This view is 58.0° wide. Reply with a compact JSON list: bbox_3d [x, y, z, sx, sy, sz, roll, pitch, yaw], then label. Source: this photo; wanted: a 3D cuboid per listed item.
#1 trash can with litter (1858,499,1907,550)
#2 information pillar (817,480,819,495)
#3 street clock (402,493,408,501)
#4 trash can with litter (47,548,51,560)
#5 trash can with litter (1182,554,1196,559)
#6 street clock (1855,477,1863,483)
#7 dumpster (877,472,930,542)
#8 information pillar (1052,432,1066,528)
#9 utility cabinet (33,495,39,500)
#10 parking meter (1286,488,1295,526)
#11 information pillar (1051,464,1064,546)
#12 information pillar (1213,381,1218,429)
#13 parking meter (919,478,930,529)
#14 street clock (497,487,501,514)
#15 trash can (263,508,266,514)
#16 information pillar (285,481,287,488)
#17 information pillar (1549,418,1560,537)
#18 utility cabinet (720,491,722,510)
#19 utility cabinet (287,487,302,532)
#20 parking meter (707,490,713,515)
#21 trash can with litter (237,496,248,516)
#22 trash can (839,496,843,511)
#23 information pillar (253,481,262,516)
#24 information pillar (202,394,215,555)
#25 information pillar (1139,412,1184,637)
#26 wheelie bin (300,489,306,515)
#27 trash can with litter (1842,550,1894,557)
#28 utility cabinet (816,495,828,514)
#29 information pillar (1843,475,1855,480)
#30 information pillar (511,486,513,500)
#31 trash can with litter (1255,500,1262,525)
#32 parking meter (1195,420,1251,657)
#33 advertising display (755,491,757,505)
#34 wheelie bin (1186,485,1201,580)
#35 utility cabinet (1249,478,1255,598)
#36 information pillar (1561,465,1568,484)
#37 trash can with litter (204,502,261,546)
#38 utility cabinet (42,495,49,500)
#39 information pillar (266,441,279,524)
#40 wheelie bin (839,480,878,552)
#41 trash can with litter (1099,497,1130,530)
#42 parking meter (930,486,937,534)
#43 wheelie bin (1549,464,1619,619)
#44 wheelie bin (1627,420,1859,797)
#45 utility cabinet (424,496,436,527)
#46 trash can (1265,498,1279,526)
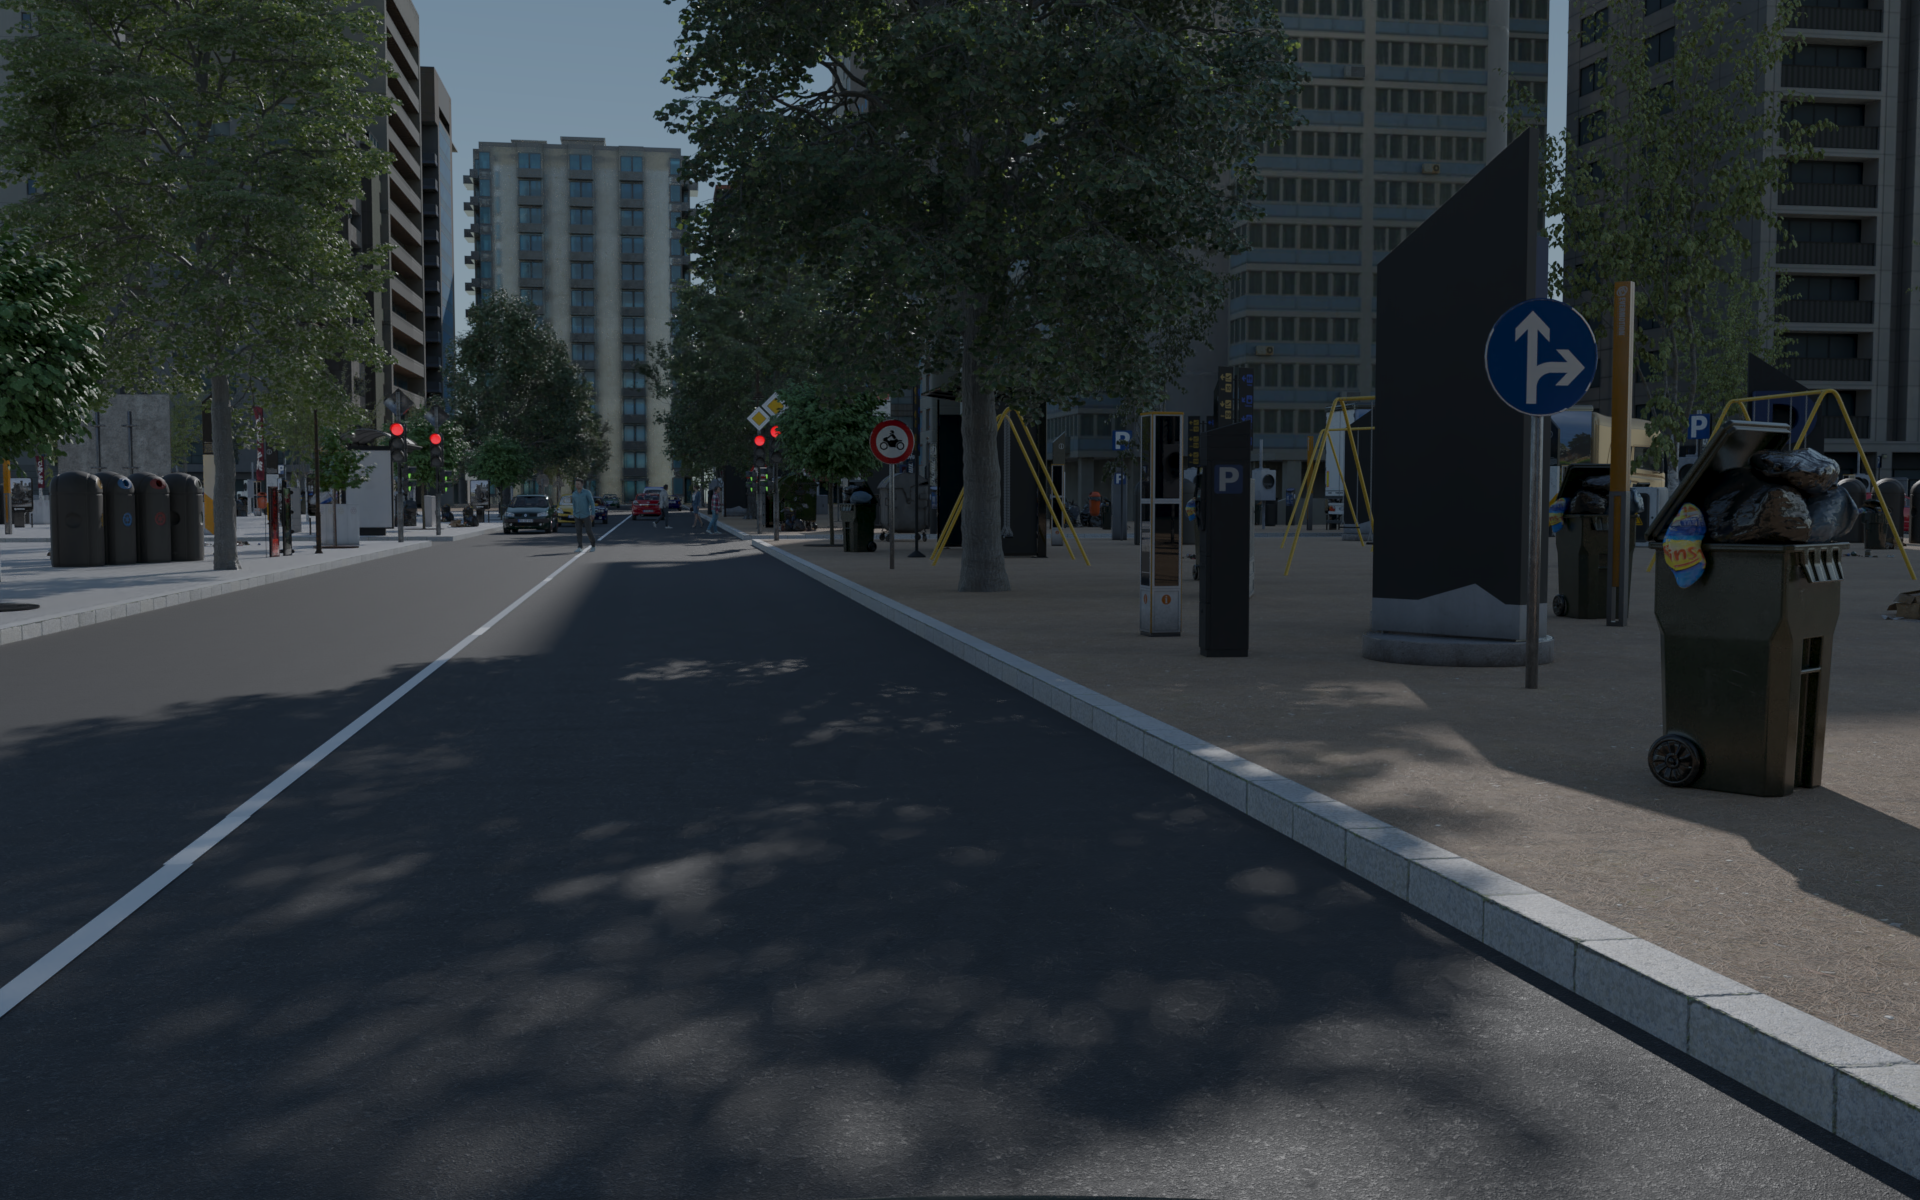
[{"bbox_3d":[21.419,-1.765,40.240,1.055,1.170,0.624,-1,4,-20],"label":"trash can with litter"},{"bbox_3d":[-9.924,-7.871,120.052,0.183,3.616,0.504,-3,5,-40],"label":"information pillar"},{"bbox_3d":[-24.938,-4.490,77.976,0.471,2.002,0.358,2,4,34],"label":"street clock"},{"bbox_3d":[-17.454,-1.368,33.754,1.055,1.170,0.624,2,4,33],"label":"trash can with litter"},{"bbox_3d":[4.884,-1.432,34.467,2.233,1.210,1.678,-1,4,-12],"label":"trash can with litter"},{"bbox_3d":[37.669,-4.175,72.835,0.471,2.002,0.358,0,4,-6],"label":"street clock"},{"bbox_3d":[-1.524,-2.529,47.110,1.264,1.857,1.865,-1,4,-10],"label":"dumpster"},{"bbox_3d":[3.709,-4.494,64.826,0.504,3.616,0.183,-1,4,-13],"label":"information pillar"},{"bbox_3d":[-58.584,-6.003,109.308,0.306,1.237,1.020,1,4,20],"label":"utility cabinet"},{"bbox_3d":[13.497,-3.812,70.741,0.372,1.533,0.369,0,3,0],"label":"parking meter"},{"bbox_3d":[2.413,-2.342,42.783,0.304,2.012,0.304,0,4,7],"label":"information pillar"},{"bbox_3d":[4.870,-2.515,32.475,0.183,3.616,0.504,-1,4,-12],"label":"information pillar"},{"bbox_3d":[-1.320,-3.514,63.169,0.399,1.863,0.255,1,4,16],"label":"parking meter"},{"bbox_3d":[-27.915,-6.161,105.296,0.358,2.002,0.471,2,4,31],"label":"street clock"},{"bbox_3d":[-43.053,-5.882,107.823,0.748,1.137,0.748,0,3,0],"label":"trash can"},{"bbox_3d":[-36.910,-5.505,94.497,0.304,2.012,0.304,0,4,4],"label":"information pillar"},{"bbox_3d":[17.634,-3.683,51.567,0.183,3.616,0.504,-2,4,-24],"label":"information pillar"},{"bbox_3d":[-17.366,-7.239,127.039,0.318,1.500,1.173,2,4,24],"label":"utility cabinet"},{"bbox_3d":[-22.242,-3.009,57.872,0.318,1.500,1.173,-2,4,-28],"label":"utility cabinet"},{"bbox_3d":[-15.528,-6.078,107.782,0.372,1.533,0.369,0,3,0],"label":"parking meter"},{"bbox_3d":[-42.026,-5.509,101.463,0.624,1.170,1.055,-1,4,-21],"label":"trash can with litter"},{"bbox_3d":[-8.433,-6.990,125.933,0.748,1.137,0.748,0,3,0],"label":"trash can"},{"bbox_3d":[-40.991,-5.907,101.066,0.304,2.012,0.304,2,4,33],"label":"information pillar"},{"bbox_3d":[-15.663,-2.760,36.480,0.504,3.616,0.183,-1,4,-8],"label":"information pillar"},{"bbox_3d":[1.815,-0.681,15.629,0.304,2.012,0.304,-1,4,-14],"label":"information pillar"},{"bbox_3d":[-41.222,-6.164,108.693,0.693,1.594,0.980,-1,4,-19],"label":"wheelie bin"},{"bbox_3d":[17.928,-1.500,35.582,2.233,1.210,1.678,2,4,34],"label":"trash can with litter"},{"bbox_3d":[-8.894,-6.028,109.721,1.020,1.237,0.306,-1,4,-23],"label":"utility cabinet"},{"bbox_3d":[33.645,-3.737,65.594,0.304,2.012,0.304,-1,4,-18],"label":"information pillar"},{"bbox_3d":[-28.136,-7.179,108.735,0.183,3.616,0.504,0,4,-5],"label":"information pillar"},{"bbox_3d":[11.960,-3.631,70.749,0.624,1.170,1.055,3,4,38],"label":"trash can with litter"},{"bbox_3d":[2.073,-0.487,13.675,0.399,1.863,0.255,0,4,-4],"label":"parking meter"},{"bbox_3d":[-12.969,-6.401,109.873,0.974,1.923,0.123,2,4,34],"label":"advertising display"},{"bbox_3d":[3.855,-1.084,25.638,0.980,1.594,0.693,0,4,-6],"label":"wheelie bin"},{"bbox_3d":[3.490,-0.784,21.491,0.318,1.500,1.173,1,4,12],"label":"utility cabinet"},{"bbox_3d":[15.409,-2.404,43.794,0.304,2.012,0.304,-3,5,-41],"label":"information pillar"},{"bbox_3d":[-18.289,-1.954,43.013,1.678,1.210,2.233,-1,4,-13],"label":"trash can with litter"},{"bbox_3d":[-47.602,-4.835,90.209,0.306,1.237,1.020,-2,4,-34],"label":"utility cabinet"},{"bbox_3d":[-29.048,-5.003,73.151,0.504,3.616,0.183,0,4,-6],"label":"information pillar"},{"bbox_3d":[-2.243,-1.860,38.320,0.693,1.594,0.980,-3,4,-38],"label":"wheelie bin"},{"bbox_3d":[5.569,-3.108,62.204,1.055,1.170,0.624,0,4,-6],"label":"trash can with litter"},{"bbox_3d":[-0.780,-2.884,55.565,0.372,1.533,0.369,0,3,0],"label":"parking meter"},{"bbox_3d":[6.619,-0.614,17.952,0.980,1.594,0.693,0,4,-8],"label":"wheelie bin"},{"bbox_3d":[3.485,0.018,7.610,0.980,1.594,0.693,-3,5,-42],"label":"wheelie bin"},{"bbox_3d":[-20.726,-3.466,67.832,0.306,1.237,1.020,0,4,-6],"label":"utility cabinet"},{"bbox_3d":[12.334,-3.503,68.934,0.748,1.137,0.748,0,3,0],"label":"trash can"}]
